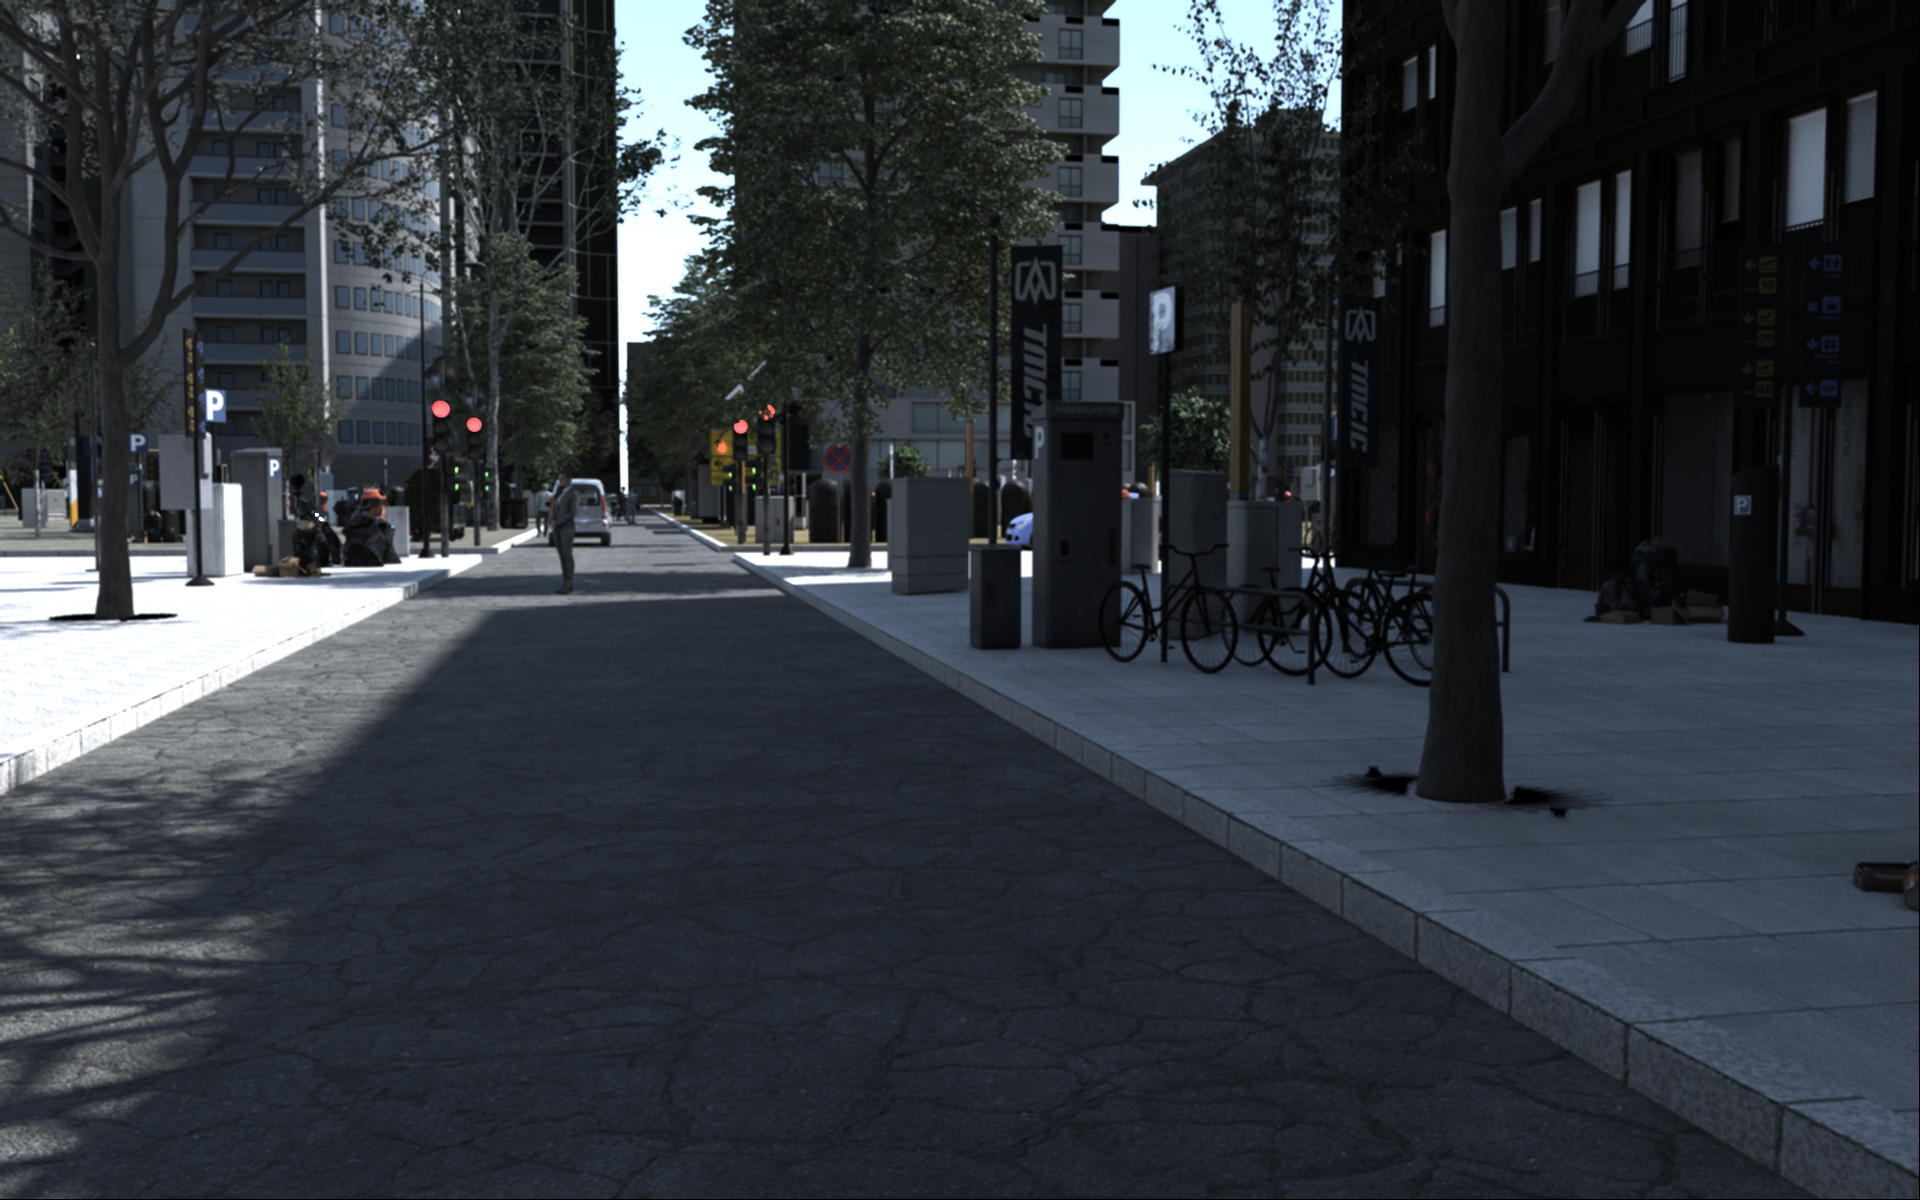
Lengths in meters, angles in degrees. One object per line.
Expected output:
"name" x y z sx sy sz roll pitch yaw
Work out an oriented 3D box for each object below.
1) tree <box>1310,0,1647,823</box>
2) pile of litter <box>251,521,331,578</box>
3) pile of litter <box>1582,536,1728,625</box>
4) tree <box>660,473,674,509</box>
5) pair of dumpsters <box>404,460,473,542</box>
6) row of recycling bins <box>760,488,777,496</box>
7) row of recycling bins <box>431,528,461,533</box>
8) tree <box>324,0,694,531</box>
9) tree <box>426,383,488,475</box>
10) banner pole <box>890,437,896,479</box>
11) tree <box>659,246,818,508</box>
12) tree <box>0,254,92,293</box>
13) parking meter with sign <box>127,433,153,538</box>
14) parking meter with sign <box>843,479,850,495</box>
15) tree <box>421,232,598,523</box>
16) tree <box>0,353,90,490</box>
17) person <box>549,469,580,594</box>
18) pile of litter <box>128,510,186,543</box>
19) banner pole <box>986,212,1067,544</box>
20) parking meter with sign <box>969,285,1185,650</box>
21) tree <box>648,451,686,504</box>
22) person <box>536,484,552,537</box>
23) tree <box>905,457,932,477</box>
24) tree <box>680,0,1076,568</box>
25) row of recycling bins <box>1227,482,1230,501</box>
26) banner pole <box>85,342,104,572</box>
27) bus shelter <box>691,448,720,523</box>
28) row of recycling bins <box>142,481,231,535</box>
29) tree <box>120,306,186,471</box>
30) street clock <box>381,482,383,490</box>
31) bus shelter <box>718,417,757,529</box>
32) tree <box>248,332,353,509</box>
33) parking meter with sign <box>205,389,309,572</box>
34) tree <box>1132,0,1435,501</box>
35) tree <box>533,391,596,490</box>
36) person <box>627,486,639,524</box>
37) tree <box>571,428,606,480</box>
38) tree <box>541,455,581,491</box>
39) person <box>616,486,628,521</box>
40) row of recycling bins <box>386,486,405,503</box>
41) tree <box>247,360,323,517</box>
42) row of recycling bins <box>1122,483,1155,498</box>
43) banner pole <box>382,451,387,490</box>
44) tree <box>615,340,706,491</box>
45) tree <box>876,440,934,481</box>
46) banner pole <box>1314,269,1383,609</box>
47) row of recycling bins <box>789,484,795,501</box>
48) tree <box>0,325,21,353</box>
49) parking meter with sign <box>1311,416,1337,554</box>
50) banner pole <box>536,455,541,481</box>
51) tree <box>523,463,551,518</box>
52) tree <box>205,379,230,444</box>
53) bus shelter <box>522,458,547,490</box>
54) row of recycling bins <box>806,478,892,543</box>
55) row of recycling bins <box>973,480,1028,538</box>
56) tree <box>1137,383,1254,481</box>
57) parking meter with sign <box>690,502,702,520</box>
"tree" 2.252 -5.913 7.043 12.009 13.543 11.850 0 3 0
"pile of litter" -10.441 -0.799 27.027 1.176 0.858 1.719 -1 4 -18
"pile of litter" 7.140 -0.211 17.411 1.719 0.858 1.176 1 4 11
"tree" -24.535 -9.365 147.715 1.663 3.219 1.824 0 3 0
"pair of dumpsters" -14.621 -2.817 48.548 1.574 2.255 4.437 -1 4 -11
"row of recycling bins" -10.888 -6.133 107.383 3.534 1.692 1.069 1 4 19
"row of recycling bins" -17.245 -3.119 58.111 1.069 1.692 3.534 -1 4 -18
"tree" -15.875 -12.566 61.346 12.611 20.169 13.585 0 3 0
"tree" -29.431 -9.293 102.304 4.360 8.622 3.978 0 3 0
"banner pole" -2.913 -5.211 75.218 0.401 3.779 0.863 1 4 16
"tree" -5.748 -6.075 49.688 4.737 8.622 4.395 0 3 0
"tree" -28.181 -6.227 52.172 4.360 8.622 3.978 0 3 0
"parking meter with sign" -24.170 -3.324 50.609 0.543 3.016 1.738 -3 4 -36
"parking meter with sign" -5.563 -5.530 86.676 0.543 3.016 1.738 -1 4 -16
"tree" -19.567 -9.653 75.960 7.486 12.596 7.792 0 3 0
"tree" -49.790 -8.808 94.374 4.737 8.622 4.395 0 3 0
"person" -5.766 -0.993 25.016 0.520 1.790 0.573 2 4 26
"pile of litter" -21.281 -1.935 45.605 1.719 0.858 1.176 -1 4 -11
"banner pole" 0.519 -1.556 15.453 0.863 3.779 0.401 1 4 13
"parking meter with sign" 0.963 -1.118 14.543 1.738 3.016 0.543 -1 4 -17
"tree" -29.728 -13.680 174.025 4.360 8.622 3.978 0 3 0
"person" -13.701 -2.969 57.525 0.782 1.767 0.515 -1 4 -20
"tree" -2.214 -5.939 91.697 1.663 3.219 1.824 0 3 0
"tree" -1.452 -6.862 30.314 7.486 12.596 7.792 0 3 0
"row of recycling bins" 8.980 -3.400 62.698 1.069 1.692 3.534 -2 4 -25
"banner pole" -14.288 -2.380 28.929 0.401 3.779 0.863 1 4 13
"bus shelter" -10.465 -4.937 74.649 2.014 3.302 5.546 -1 4 -11
"row of recycling bins" -24.643 -2.889 54.352 1.069 1.692 3.534 1 4 19
"tree" -32.030 -7.126 66.870 4.360 8.622 3.978 0 3 0
"street clock" -34.582 -6.040 103.319 0.358 2.002 0.471 -3 5 -39
"bus shelter" -8.455 -5.480 67.228 2.179 5.291 8.768 -1 4 -11
"tree" -30.411 -7.920 79.860 4.737 8.622 4.395 0 3 0
"parking meter with sign" -11.629 -1.981 28.651 1.738 3.016 0.543 1 4 15
"tree" 4.157 -4.460 23.290 4.360 8.622 3.978 0 3 0
"tree" -26.900 -10.157 116.431 4.737 8.622 4.395 0 3 0
"person" -15.742 -4.565 83.331 0.583 1.804 0.606 0 4 -4
"tree" -39.350 -14.085 180.651 4.360 8.622 3.978 0 3 0
"tree" -30.798 -9.117 132.771 4.285 4.588 4.351 0 3 0
"person" -17.706 -5.068 91.132 0.755 1.850 0.659 -1 4 -13
"row of recycling bins" -29.240 -5.054 89.740 1.069 1.692 3.534 -1 4 -19
"tree" -37.181 -8.874 95.450 4.360 8.622 3.978 0 3 0
"row of recycling bins" 5.852 -3.440 63.351 1.069 1.692 3.534 -1 4 -22
"banner pole" -33.716 -6.825 101.601 0.401 3.779 0.863 0 4 -3
"tree" -22.263 -14.046 136.306 9.857 13.997 8.962 0 3 0
"tree" -3.246 -7.325 103.485 4.285 4.588 4.351 0 3 0
"banner pole" 4.337 -1.799 19.437 0.863 3.779 0.401 -1 4 -15
"row of recycling bins" -5.528 -3.889 70.692 3.534 1.692 1.069 2 4 28
"tree" -26.850 -5.800 45.189 4.737 8.622 4.395 0 3 0
"parking meter with sign" 8.180 -2.554 38.016 0.543 3.016 1.738 2 4 28
"banner pole" -24.004 -6.646 98.679 0.401 3.779 0.863 0 4 6
"tree" -22.480 -5.960 92.055 1.663 3.219 1.824 0 3 0
"tree" -48.662 -9.777 110.223 4.360 8.622 3.978 0 3 0
"bus shelter" -26.102 -7.066 106.812 1.731 3.624 6.357 -1 4 -11
"row of recycling bins" -2.287 -2.391 46.207 3.534 1.692 1.069 -2 4 -24
"row of recycling bins" 1.194 -2.692 51.123 3.534 1.692 1.069 0 4 4
"tree" 6.977 -4.125 51.161 4.285 4.588 4.351 0 3 0
"parking meter with sign" -12.901 -5.571 87.353 1.738 3.016 0.543 2 4 35
